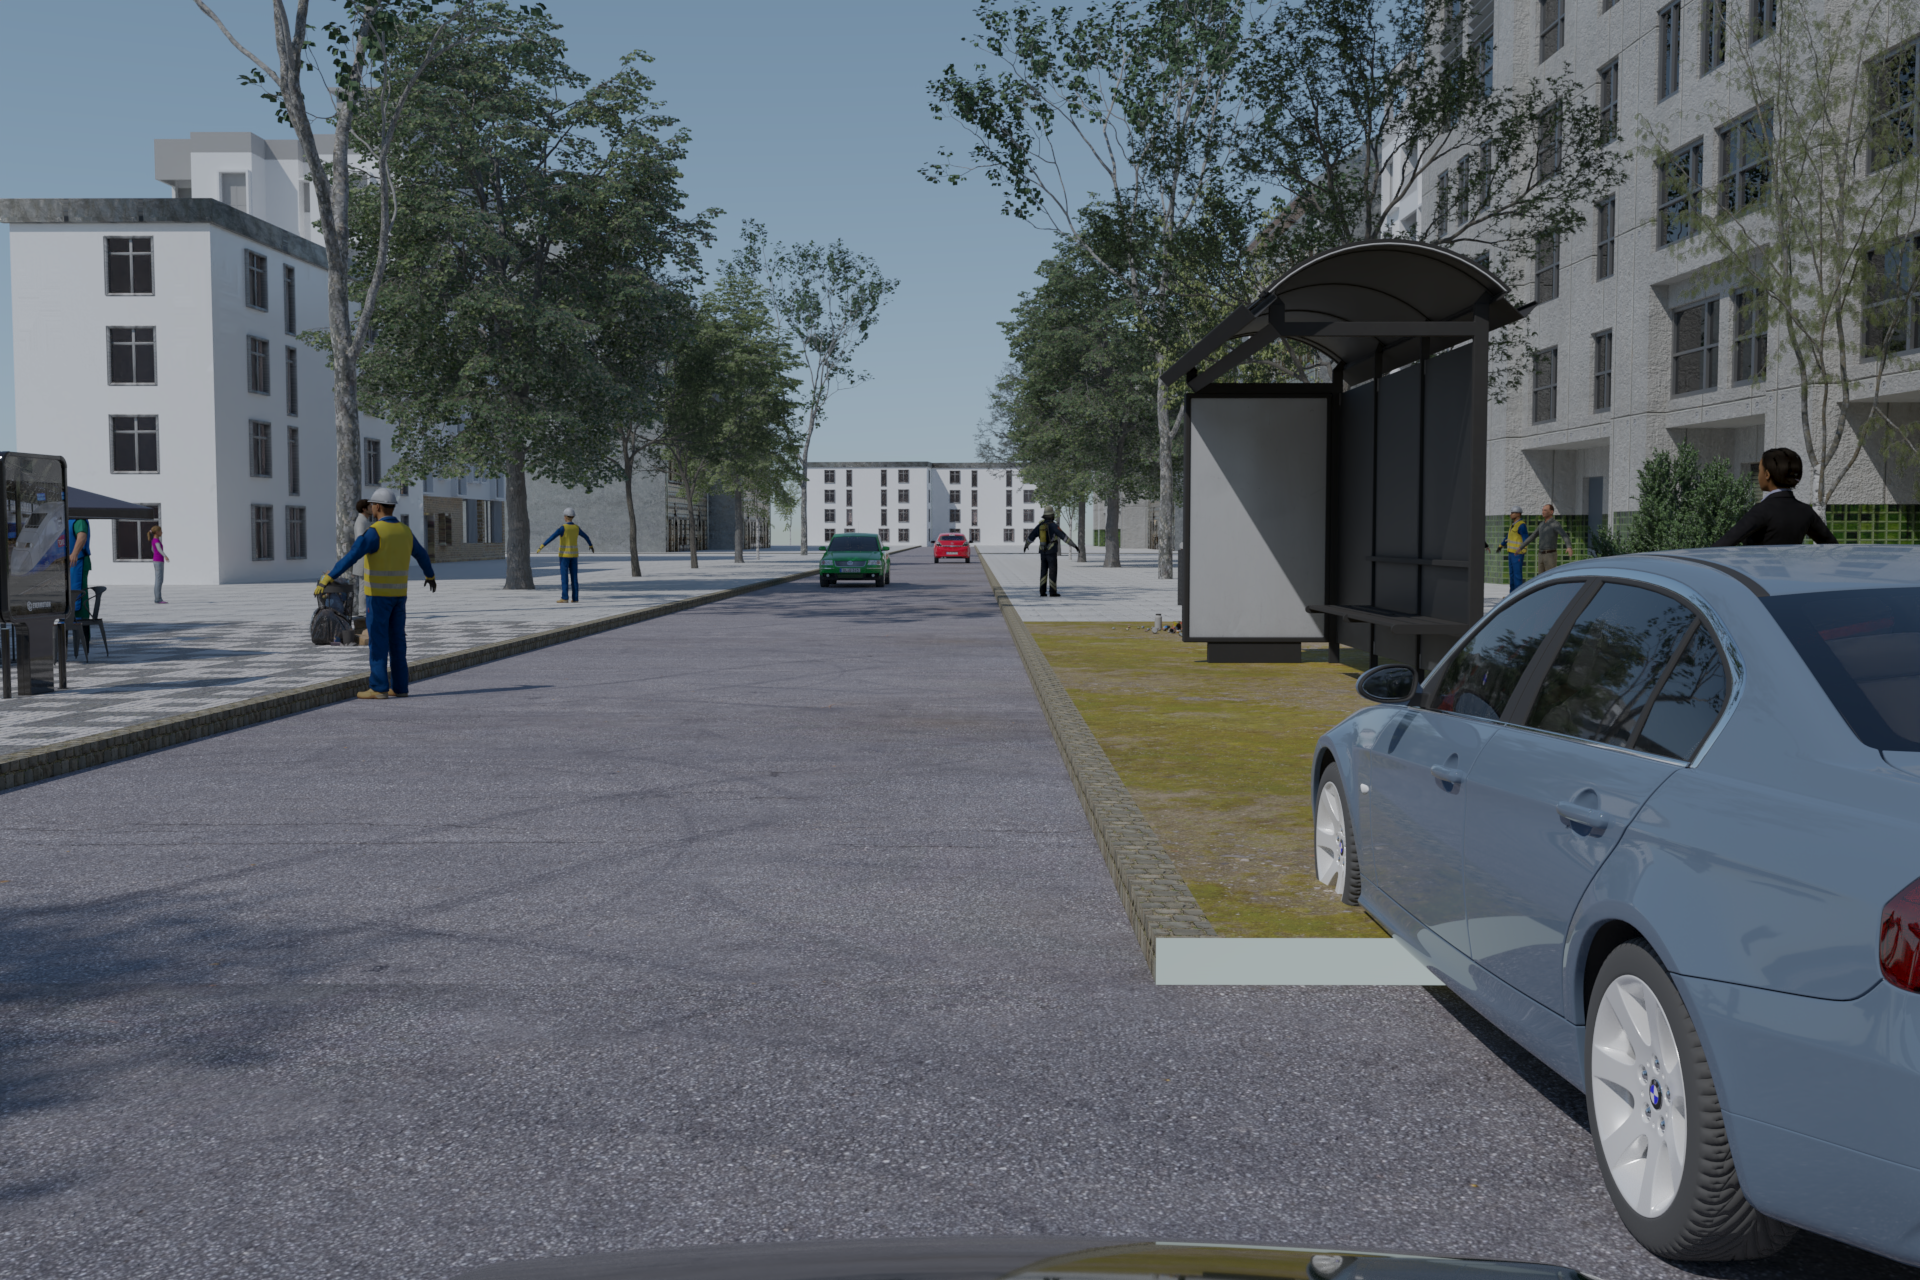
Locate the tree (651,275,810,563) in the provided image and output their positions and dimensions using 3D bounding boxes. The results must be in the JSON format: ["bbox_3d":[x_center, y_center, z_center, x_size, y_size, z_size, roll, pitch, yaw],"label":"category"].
[{"bbox_3d":[-10.185,-9.683,76.443,7.486,12.596,7.792,0,3,0],"label":"tree"}]

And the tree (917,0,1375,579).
[{"bbox_3d":[4.909,-11.738,47.807,12.611,20.169,13.585,0,3,0],"label":"tree"}]

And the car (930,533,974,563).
[{"bbox_3d":[-0.396,-4.715,86.135,2.155,1.783,4.494,0,4,0],"label":"car"}]

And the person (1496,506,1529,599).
[{"bbox_3d":[10.819,-1.702,33.792,0.705,1.833,1.349,0,4,-4],"label":"person"}]

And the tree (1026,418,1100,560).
[{"bbox_3d":[5.352,-8.298,86.039,4.737,8.622,4.395,0,3,0],"label":"tree"}]

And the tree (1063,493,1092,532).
[{"bbox_3d":[14.093,-15.328,200.974,4.360,8.622,3.978,0,3,0],"label":"tree"}]

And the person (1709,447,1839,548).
[{"bbox_3d":[4.296,-0.157,9.294,1.216,1.740,0.721,-1,4,-20],"label":"person"}]

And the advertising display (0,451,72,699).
[{"bbox_3d":[-7.433,-0.530,13.878,0.123,1.923,0.974,0,4,0],"label":"advertising display"}]

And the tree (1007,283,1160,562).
[{"bbox_3d":[5.750,-9.758,77.668,7.486,12.596,7.792,0,3,0],"label":"tree"}]

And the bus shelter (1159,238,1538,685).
[{"bbox_3d":[2.971,-1.269,14.665,2.014,3.302,5.546,0,4,1],"label":"bus shelter"}]

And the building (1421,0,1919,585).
[{"bbox_3d":[22.150,-10.372,36.047,16.747,18.905,31.486,0,3,0],"label":"building"}]

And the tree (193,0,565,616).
[{"bbox_3d":[-10.509,-10.376,25.531,12.611,20.169,13.585,0,3,0],"label":"tree"}]

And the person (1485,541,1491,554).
[{"bbox_3d":[9.626,-1.676,33.595,1.347,1.806,0.705,0,4,4],"label":"person"}]

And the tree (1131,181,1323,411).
[{"bbox_3d":[5.658,-5.254,36.259,4.737,8.622,4.395,0,3,0],"label":"tree"}]

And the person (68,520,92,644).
[{"bbox_3d":[-10.392,-0.868,20.317,0.704,1.817,1.347,-2,4,-31],"label":"person"}]

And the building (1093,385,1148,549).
[{"bbox_3d":[22.525,-18.431,167.810,16.747,18.905,31.486,0,4,0],"label":"building"}]

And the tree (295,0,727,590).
[{"bbox_3d":[-10.226,-8.135,39.661,9.857,13.997,8.962,0,3,0],"label":"tree"}]

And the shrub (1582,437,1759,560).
[{"bbox_3d":[5.512,-0.538,13.208,1.690,2.028,1.600,0,3,0],"label":"shrub"}]

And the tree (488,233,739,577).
[{"bbox_3d":[-10.050,-7.175,51.723,7.601,10.594,8.767,0,4,5],"label":"tree"}]

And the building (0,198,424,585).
[{"bbox_3d":[-23.004,-7.055,57.505,9.099,9.664,28.070,0,4,1],"label":"building"}]

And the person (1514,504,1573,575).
[{"bbox_3d":[10.114,-1.444,29.877,0.705,1.796,1.348,-2,4,-24],"label":"person"}]

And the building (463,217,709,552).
[{"bbox_3d":[-29.545,-18.238,129.119,19.493,23.208,18.063,0,4,1],"label":"building"}]

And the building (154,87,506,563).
[{"bbox_3d":[-28.049,-13.359,74.839,16.016,20.090,11.380,0,4,0],"label":"building"}]

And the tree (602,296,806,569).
[{"bbox_3d":[-9.967,-7.960,64.562,8.767,10.594,7.601,-1,4,-17],"label":"tree"}]

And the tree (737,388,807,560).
[{"bbox_3d":[-10.234,-8.265,85.498,4.360,8.622,3.978,0,3,0],"label":"tree"}]

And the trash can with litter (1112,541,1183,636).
[{"bbox_3d":[2.903,-0.698,22.476,1.678,1.210,2.233,0,4,-1],"label":"trash can with litter"}]

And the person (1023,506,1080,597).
[{"bbox_3d":[1.830,-1.813,35.414,1.354,1.856,0.705,2,4,35],"label":"person"}]

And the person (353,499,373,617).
[{"bbox_3d":[-8.893,-1.212,26.003,0.705,1.806,1.347,-1,4,-14],"label":"person"}]

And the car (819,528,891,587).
[{"bbox_3d":[-2.899,-2.408,48.175,1.959,1.807,4.718,0,4,0],"label":"car"}]

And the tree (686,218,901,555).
[{"bbox_3d":[-10.306,-15.209,104.564,12.611,20.169,13.585,0,3,0],"label":"tree"}]

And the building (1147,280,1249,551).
[{"bbox_3d":[25.249,-18.780,137.983,19.493,23.208,18.063,0,4,0],"label":"building"}]

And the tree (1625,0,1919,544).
[{"bbox_3d":[9.854,-4.231,19.543,4.360,8.622,3.978,0,3,0],"label":"tree"}]

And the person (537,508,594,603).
[{"bbox_3d":[-7.338,-1.581,32.321,1.216,1.772,0.721,-3,5,-45],"label":"person"}]

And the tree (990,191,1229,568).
[{"bbox_3d":[5.922,-9.747,66.014,9.857,13.997,8.962,0,3,0],"label":"tree"}]

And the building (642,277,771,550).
[{"bbox_3d":[-26.785,-19.479,149.405,19.493,23.208,18.063,0,4,1],"label":"building"}]

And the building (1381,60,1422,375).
[{"bbox_3d":[22.229,-13.034,69.522,16.016,20.090,11.380,0,3,0],"label":"building"}]

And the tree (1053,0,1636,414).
[{"bbox_3d":[5.677,-5.667,27.066,8.767,10.594,7.601,0,4,-4],"label":"tree"}]

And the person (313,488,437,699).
[{"bbox_3d":[-5.037,-0.410,15.136,0.705,1.833,1.349,2,4,28],"label":"person"}]

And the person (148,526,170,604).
[{"bbox_3d":[-14.702,-1.385,31.911,0.599,1.433,0.991,-2,4,-34],"label":"person"}]

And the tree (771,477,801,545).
[{"bbox_3d":[-20.223,-15.501,203.799,4.737,8.622,4.395,0,3,0],"label":"tree"}]

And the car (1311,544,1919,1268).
[{"bbox_3d":[2.200,0.445,4.720,2.014,1.417,4.499,0,4,-1],"label":"car"}]

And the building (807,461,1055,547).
[{"bbox_3d":[-3.180,-15.669,200.789,28.070,9.664,9.099,0,4,7],"label":"building"}]

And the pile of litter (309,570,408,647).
[{"bbox_3d":[-7.156,-0.404,20.577,1.176,0.858,1.719,0,4,1],"label":"pile of litter"}]

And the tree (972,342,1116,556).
[{"bbox_3d":[5.759,-11.691,101.509,12.009,13.543,11.850,0,3,0],"label":"tree"}]

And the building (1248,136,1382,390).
[{"bbox_3d":[24.747,-15.474,83.921,19.493,23.208,18.063,0,3,0],"label":"building"}]
